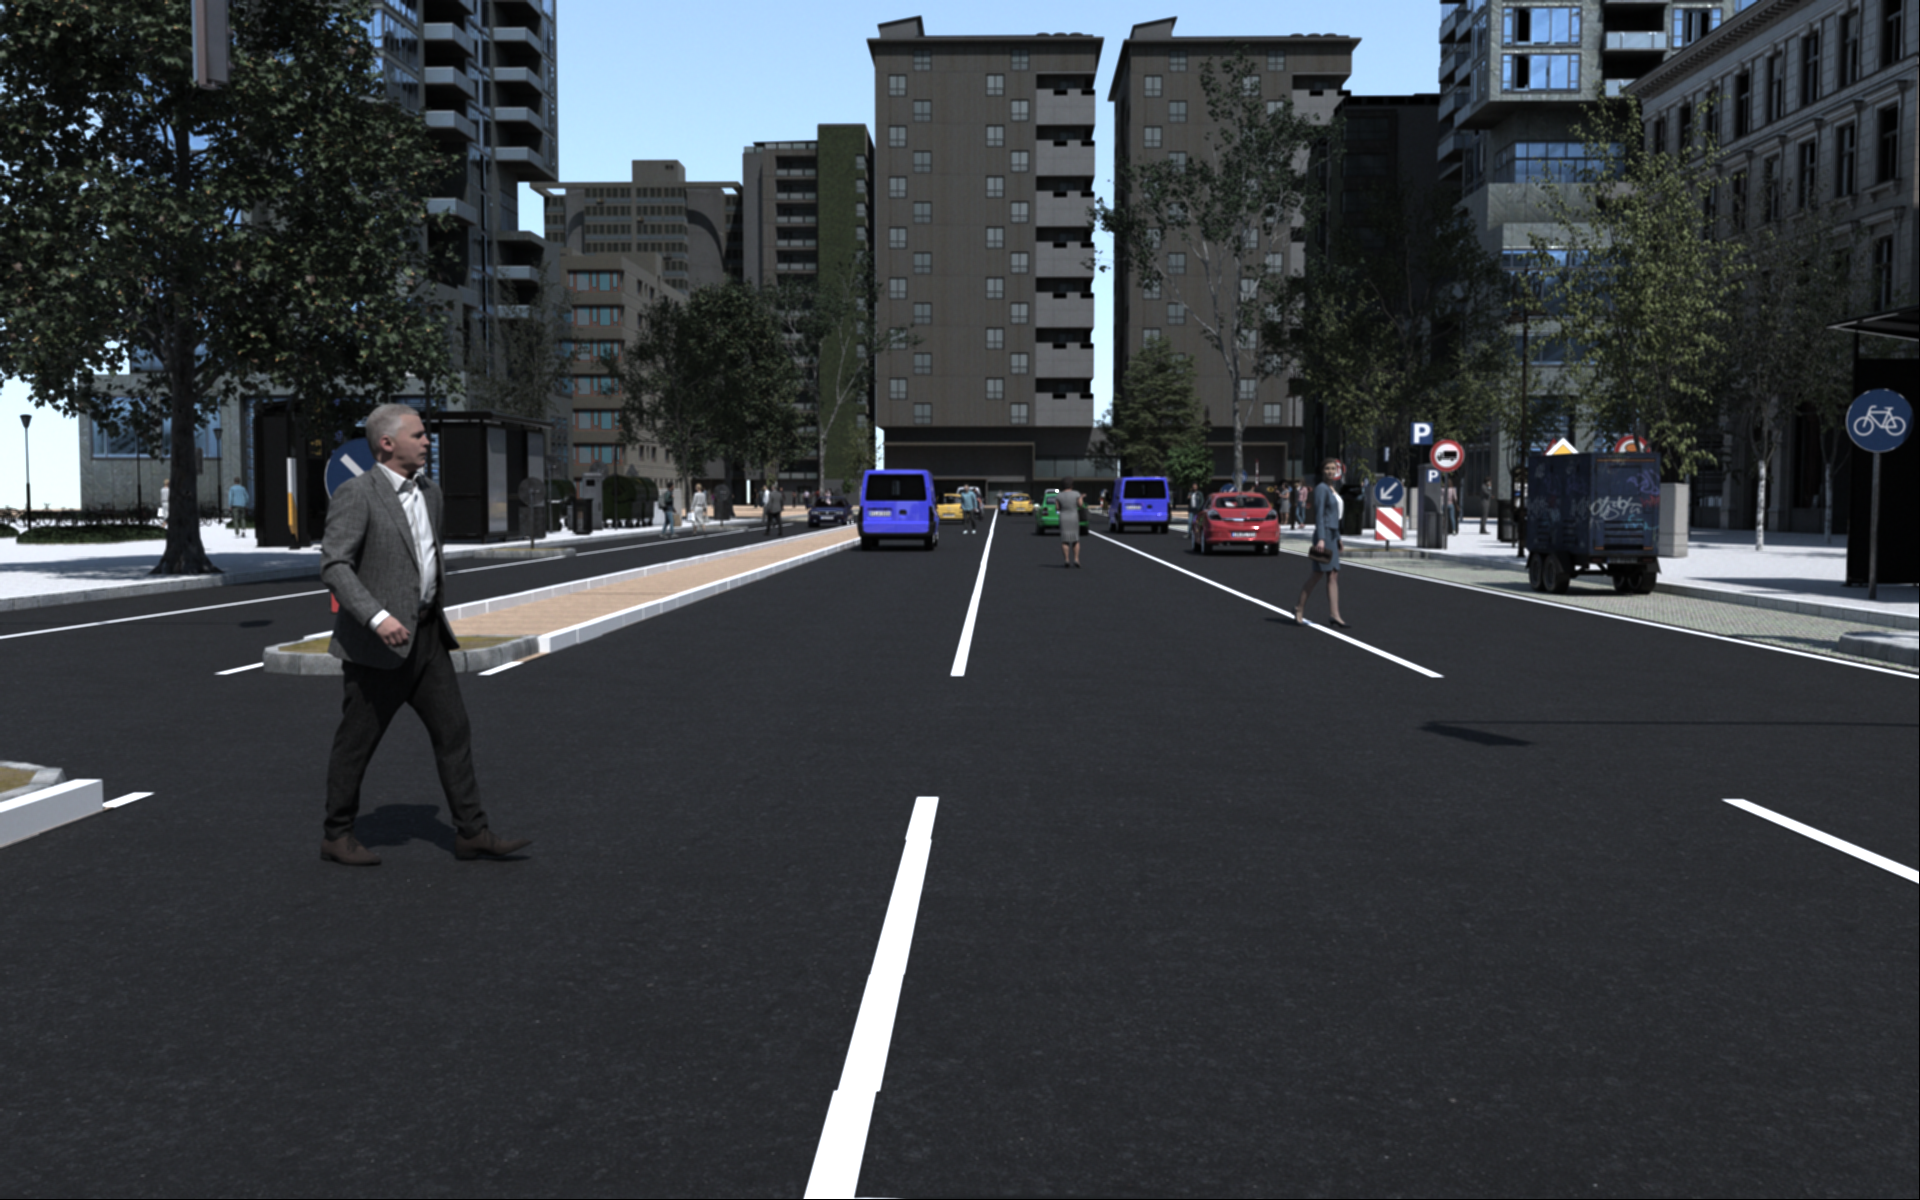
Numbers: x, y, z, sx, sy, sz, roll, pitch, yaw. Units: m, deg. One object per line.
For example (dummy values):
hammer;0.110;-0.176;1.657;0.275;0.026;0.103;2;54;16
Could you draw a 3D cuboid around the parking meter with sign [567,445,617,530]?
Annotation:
parking meter with sign;-13.044;-3.983;61.379;1.738;3.016;0.543;-1;4;-15

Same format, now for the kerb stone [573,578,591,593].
kerb stone;-5.616;-0.192;25.330;0.120;0.150;1.000;0;4;1

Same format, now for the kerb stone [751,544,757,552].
kerb stone;-5.198;-1.260;42.789;0.120;0.150;1.000;0;4;1

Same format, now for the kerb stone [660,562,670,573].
kerb stone;-5.469;-0.568;31.487;0.120;0.150;1.000;0;4;1

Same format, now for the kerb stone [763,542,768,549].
kerb stone;-5.151;-1.383;44.836;0.120;0.150;1.000;0;4;1

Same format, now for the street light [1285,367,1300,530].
street light;12.043;-5.488;62.520;0.468;5.910;1.993;0;4;1

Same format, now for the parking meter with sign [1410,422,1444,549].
parking meter with sign;11.150;-2.748;41.195;0.543;3.016;1.738;0;4;2

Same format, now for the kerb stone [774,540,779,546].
kerb stone;-5.103;-1.510;46.895;0.120;0.150;1.000;0;4;1

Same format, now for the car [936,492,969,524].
car;-0.446;-4.496;83.734;2.015;1.641;3.980;0;4;2

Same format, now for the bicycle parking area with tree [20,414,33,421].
bicycle parking area with tree;-35.699;-4.724;64.232;9.016;4.147;8.231;-2;4;-34

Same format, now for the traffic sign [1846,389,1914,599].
traffic sign;11.131;-1.281;21.048;0.768;2.556;0.104;1;4;8

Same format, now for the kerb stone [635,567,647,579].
kerb stone;-5.519;-0.443;29.443;0.120;0.150;1.000;0;4;1

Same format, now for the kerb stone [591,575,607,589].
kerb stone;-5.583;-0.254;26.355;0.120;0.150;1.000;0;4;1

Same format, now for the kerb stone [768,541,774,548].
kerb stone;-5.127;-1.446;45.869;0.120;0.150;1.000;0;4;1

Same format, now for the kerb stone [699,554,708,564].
kerb stone;-5.371;-0.820;35.598;0.120;0.150;1.000;0;4;1

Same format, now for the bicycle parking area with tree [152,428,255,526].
bicycle parking area with tree;-32.907;-5.281;73.347;9.016;4.147;8.231;2;4;26

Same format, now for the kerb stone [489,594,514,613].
kerb stone;-5.698;0.059;21.226;0.120;0.150;1.000;0;4;1

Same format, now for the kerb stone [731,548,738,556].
kerb stone;-5.275;-1.066;39.710;0.120;0.150;1.000;0;4;1

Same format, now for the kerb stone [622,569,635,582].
kerb stone;-5.540;-0.380;28.417;0.120;0.150;1.000;0;4;1

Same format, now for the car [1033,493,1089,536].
car;3.595;-3.210;61.282;1.959;1.807;4.718;0;4;1

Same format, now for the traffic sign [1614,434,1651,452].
traffic sign;14.351;-2.260;37.059;0.768;2.556;0.104;0;4;7

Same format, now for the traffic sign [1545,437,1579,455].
traffic sign;13.905;-2.459;39.935;0.795;2.593;0.064;0;4;8

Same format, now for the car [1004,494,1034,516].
car;4.017;-6.511;116.680;2.015;1.641;3.980;0;4;0

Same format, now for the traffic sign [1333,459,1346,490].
traffic sign;13.673;-3.859;63.208;0.768;2.556;0.104;0;4;8

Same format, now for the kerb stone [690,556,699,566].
kerb stone;-5.398;-0.749;34.568;0.120;0.150;1.000;0;4;1

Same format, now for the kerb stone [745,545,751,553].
kerb stone;-5.226;-1.190;41.765;0.120;0.150;1.000;0;4;1

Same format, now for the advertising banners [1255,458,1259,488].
advertising banners;14.940;-5.474;85.695;0.090;3.025;2.074;2;4;30

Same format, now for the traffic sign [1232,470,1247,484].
traffic sign;14.224;-5.383;88.125;0.768;2.556;0.104;0;4;3

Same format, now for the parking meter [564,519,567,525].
parking meter;-16.417;-3.930;72.659;0.372;1.533;0.369;0;3;0

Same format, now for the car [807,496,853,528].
car;-5.598;-3.815;74.963;1.945;1.354;3.894;0;4;0

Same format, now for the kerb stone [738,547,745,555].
kerb stone;-5.246;-1.131;40.731;0.120;0.150;1.000;0;4;1

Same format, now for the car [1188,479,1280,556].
car;6.622;-2.006;41.844;2.155;1.783;4.494;0;4;3

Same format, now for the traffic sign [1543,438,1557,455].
traffic sign;13.750;-2.459;40.202;0.884;2.594;0.081;0;4;3

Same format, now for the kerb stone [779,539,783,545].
kerb stone;-5.087;-1.573;47.919;0.120;0.150;1.000;0;4;1

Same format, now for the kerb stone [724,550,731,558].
kerb stone;-5.299;-1.009;38.687;0.120;0.150;1.000;0;4;1

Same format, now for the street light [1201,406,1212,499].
street light;12.703;-7.126;89.300;0.468;5.910;1.993;0;4;1

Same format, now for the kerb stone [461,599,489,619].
kerb stone;-5.729;0.123;20.192;0.120;0.150;1.000;0;4;1

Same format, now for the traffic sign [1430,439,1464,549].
traffic sign;11.243;-2.443;40.048;0.768;2.556;0.104;1;4;11

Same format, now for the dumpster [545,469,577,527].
dumpster;-15.743;-3.927;66.707;1.502;2.255;1.985;0;4;1

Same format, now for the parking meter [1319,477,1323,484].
parking meter;11.520;-2.996;54.688;0.399;1.863;0.255;-2;4;-32

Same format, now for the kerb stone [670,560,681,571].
kerb stone;-5.438;-0.627;32.509;0.120;0.150;1.000;0;4;1

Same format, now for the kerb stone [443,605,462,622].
kerb stone;-5.759;0.188;19.170;0.120;0.150;1.000;0;4;1

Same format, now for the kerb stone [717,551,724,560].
kerb stone;-5.321;-0.940;37.656;0.120;0.150;1.000;0;4;1

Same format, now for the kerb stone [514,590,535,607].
kerb stone;-5.685;0.002;22.252;0.120;0.150;1.000;0;4;1

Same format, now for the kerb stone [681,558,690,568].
kerb stone;-5.420;-0.693;33.531;0.120;0.150;1.000;0;4;1

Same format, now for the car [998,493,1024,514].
car;3.745;-7.054;124.922;1.945;1.707;3.694;0;4;1

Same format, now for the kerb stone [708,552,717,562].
kerb stone;-5.342;-0.879;36.626;0.120;0.150;1.000;0;4;1

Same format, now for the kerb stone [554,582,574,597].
kerb stone;-5.640;-0.129;24.308;0.120;0.150;1.000;0;4;1

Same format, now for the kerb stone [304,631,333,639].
kerb stone;-5.828;0.374;16.074;0.120;0.150;1.000;0;4;1

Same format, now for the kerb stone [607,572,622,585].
kerb stone;-5.560;-0.318;27.390;0.120;0.150;1.000;0;4;1

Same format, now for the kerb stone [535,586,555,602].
kerb stone;-5.663;-0.065;23.277;0.120;0.150;1.000;0;4;1

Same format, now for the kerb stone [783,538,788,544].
kerb stone;-5.063;-1.636;48.941;0.120;0.150;1.000;0;4;1

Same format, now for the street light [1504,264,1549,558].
street light;11.369;-3.800;34.919;0.468;5.910;1.993;0;4;1

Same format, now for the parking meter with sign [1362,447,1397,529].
parking meter with sign;15.126;-4.106;63.387;1.738;3.016;0.543;-2;4;-31

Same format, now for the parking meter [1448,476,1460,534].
parking meter;15.722;-3.027;55.207;0.399;1.863;0.255;1;4;10

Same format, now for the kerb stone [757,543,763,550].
kerb stone;-5.178;-1.319;43.811;0.120;0.150;1.000;0;4;1

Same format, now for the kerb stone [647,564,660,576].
kerb stone;-5.484;-0.506;30.464;0.120;0.150;1.000;0;4;1
